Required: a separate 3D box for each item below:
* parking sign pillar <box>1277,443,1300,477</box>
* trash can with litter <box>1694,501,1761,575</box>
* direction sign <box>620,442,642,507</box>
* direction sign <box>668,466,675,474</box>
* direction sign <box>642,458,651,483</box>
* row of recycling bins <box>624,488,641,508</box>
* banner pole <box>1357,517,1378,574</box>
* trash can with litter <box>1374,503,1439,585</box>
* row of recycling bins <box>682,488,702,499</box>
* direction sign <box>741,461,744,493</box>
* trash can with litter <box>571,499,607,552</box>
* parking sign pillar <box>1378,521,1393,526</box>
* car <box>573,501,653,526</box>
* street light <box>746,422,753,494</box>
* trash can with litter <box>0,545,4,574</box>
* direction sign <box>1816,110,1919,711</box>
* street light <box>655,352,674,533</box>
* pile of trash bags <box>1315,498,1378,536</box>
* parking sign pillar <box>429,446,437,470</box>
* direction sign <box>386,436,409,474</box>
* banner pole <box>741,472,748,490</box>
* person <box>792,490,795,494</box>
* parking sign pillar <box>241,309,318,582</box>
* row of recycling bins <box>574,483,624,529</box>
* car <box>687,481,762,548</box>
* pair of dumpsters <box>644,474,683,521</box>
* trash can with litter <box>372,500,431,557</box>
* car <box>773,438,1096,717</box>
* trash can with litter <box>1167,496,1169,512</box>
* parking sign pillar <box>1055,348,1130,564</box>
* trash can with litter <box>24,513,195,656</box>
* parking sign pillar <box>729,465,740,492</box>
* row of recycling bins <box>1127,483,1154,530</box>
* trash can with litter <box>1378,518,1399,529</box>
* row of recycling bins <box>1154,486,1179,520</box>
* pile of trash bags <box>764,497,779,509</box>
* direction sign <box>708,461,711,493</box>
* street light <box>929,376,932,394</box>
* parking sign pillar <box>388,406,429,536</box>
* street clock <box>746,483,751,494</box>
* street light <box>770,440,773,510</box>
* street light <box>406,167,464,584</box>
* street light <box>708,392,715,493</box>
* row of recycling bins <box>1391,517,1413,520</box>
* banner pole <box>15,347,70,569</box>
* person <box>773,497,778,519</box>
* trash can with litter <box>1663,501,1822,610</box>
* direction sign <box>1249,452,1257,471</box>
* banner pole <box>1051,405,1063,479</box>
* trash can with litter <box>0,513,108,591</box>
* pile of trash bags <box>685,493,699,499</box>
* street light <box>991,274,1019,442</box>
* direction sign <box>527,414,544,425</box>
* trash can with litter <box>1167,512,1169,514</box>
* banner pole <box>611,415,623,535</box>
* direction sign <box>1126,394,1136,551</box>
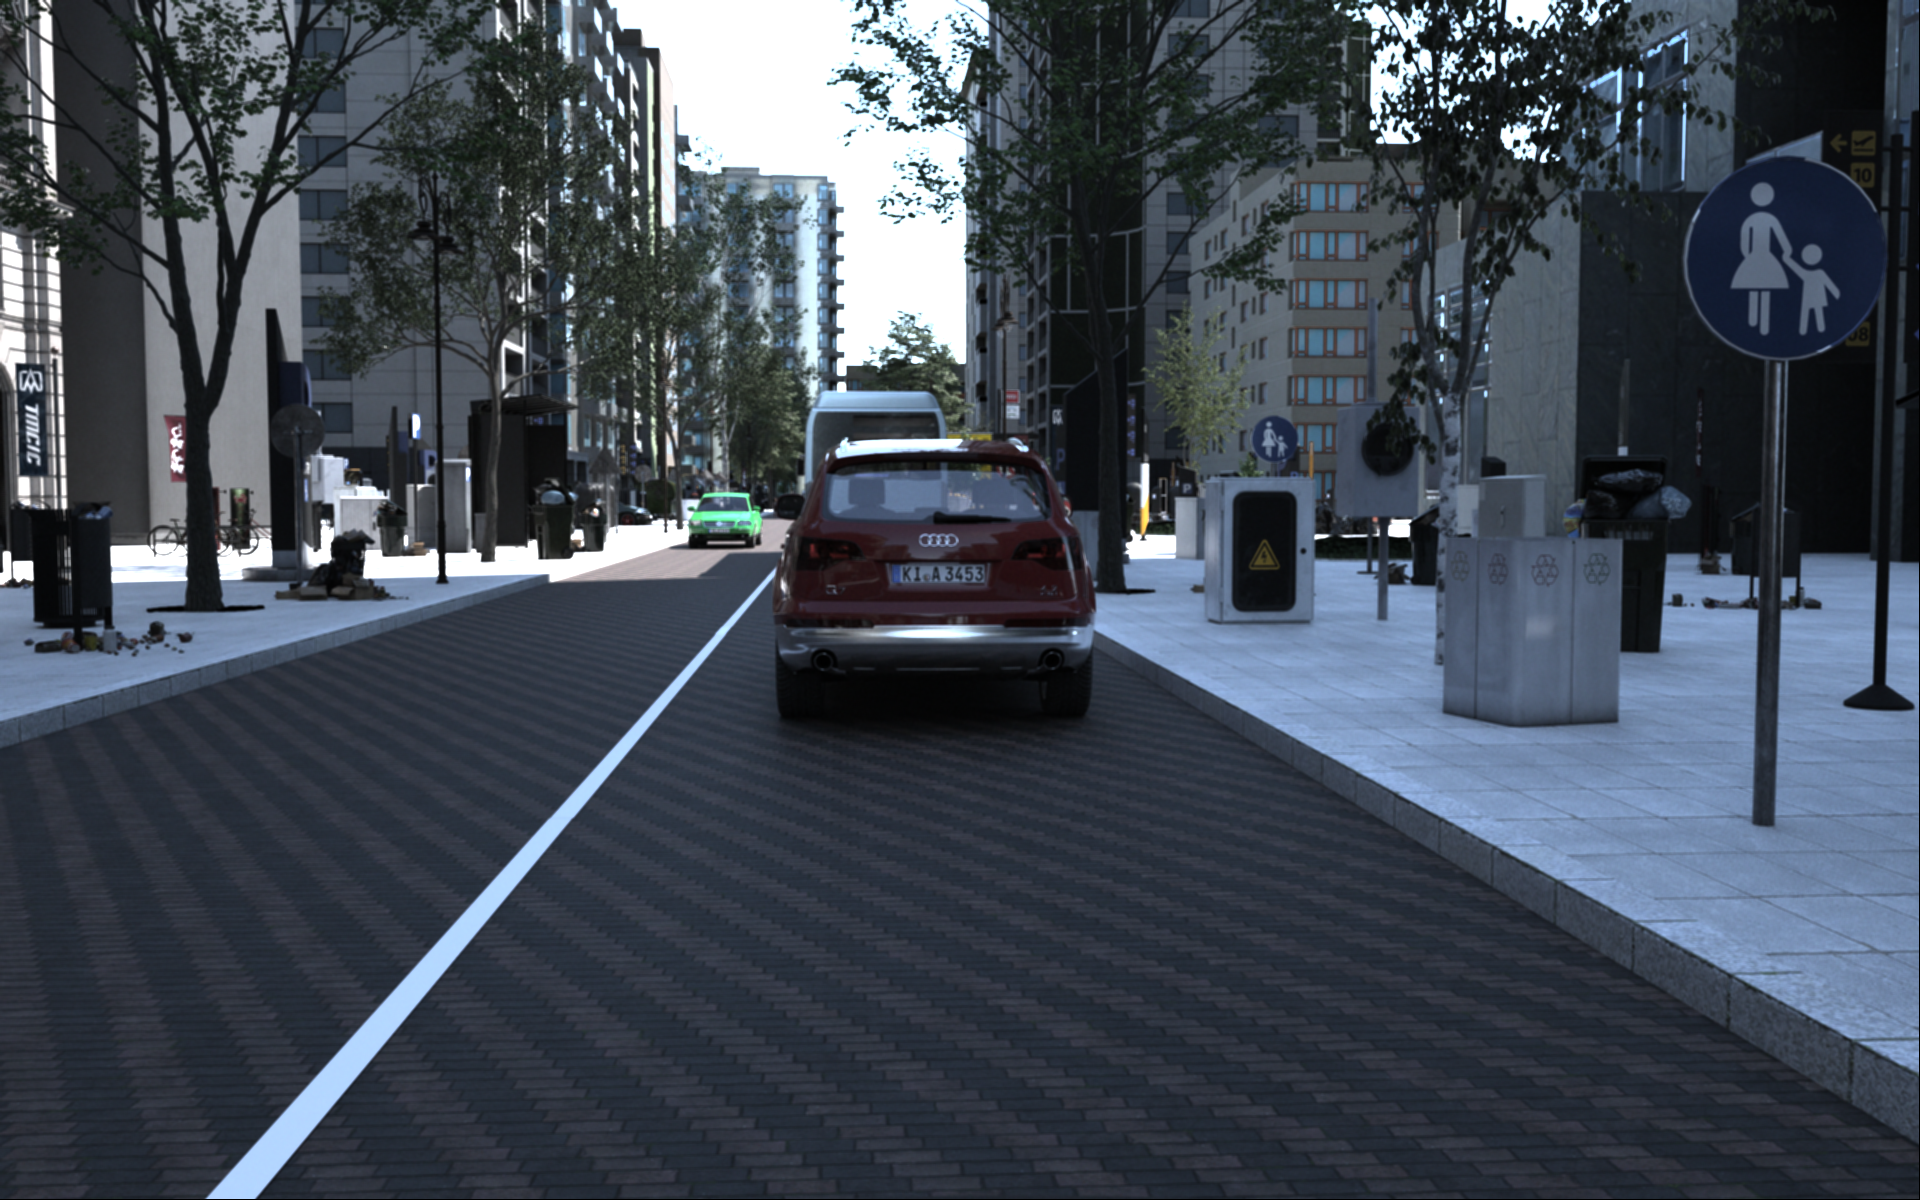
[{"bbox_3d":[12.478,-4.728,65.777,1.447,3.967,1.447,-1,4,-9],"label":"parking sign pillar"},{"bbox_3d":[12.267,-0.988,27.548,1.055,1.170,0.624,1,4,22],"label":"trash can with litter"},{"bbox_3d":[-14.548,-5.129,75.864,0.876,3.537,0.379,-3,5,-43],"label":"direction sign"},{"bbox_3d":[-23.892,-9.260,143.391,0.379,3.537,0.876,-3,5,-41],"label":"direction sign"},{"bbox_3d":[-19.679,-7.166,109.166,0.379,3.537,0.876,-2,4,-35],"label":"direction sign"},{"bbox_3d":[-22.426,-6.749,117.456,1.069,1.692,3.534,-1,4,-22],"label":"row of recycling bins"},{"bbox_3d":[6.682,-2.326,28.054,0.401,3.779,0.863,1,4,19],"label":"banner pole"},{"bbox_3d":[6.400,-0.803,24.511,1.055,1.170,0.624,2,4,30],"label":"trash can with litter"},{"bbox_3d":[-18.965,-7.075,122.786,1.069,1.692,3.534,1,4,13],"label":"row of recycling bins"},{"bbox_3d":[-14.835,-7.725,118.297,0.379,3.537,0.876,-1,4,-16],"label":"direction sign"},{"bbox_3d":[-8.318,-1.642,38.228,1.055,1.170,0.624,1,4,20],"label":"trash can with litter"},{"bbox_3d":[16.704,-4.970,69.725,1.447,3.967,1.447,-2,4,-26],"label":"parking sign pillar"},{"bbox_3d":[-14.974,-3.822,72.271,4.222,1.686,2.009,0,4,-2],"label":"car"},{"bbox_3d":[-13.156,-8.281,108.174,0.468,5.910,1.993,0,4,-4],"label":"street light"},{"bbox_3d":[-8.626,-0.193,14.551,1.055,1.170,0.624,0,4,4],"label":"trash can with litter"},{"bbox_3d":[5.536,-1.121,10.330,0.876,3.537,0.379,0,4,-2],"label":"direction sign"},{"bbox_3d":[-9.606,-5.113,56.385,0.468,5.910,1.993,0,4,-4],"label":"street light"},{"bbox_3d":[12.267,-2.701,53.918,1.912,1.369,3.447,-1,4,-15],"label":"pile of trash bags"},{"bbox_3d":[-23.389,-5.366,76.210,1.447,3.967,1.447,1,4,20],"label":"parking sign pillar"},{"bbox_3d":[-21.734,-4.588,67.005,0.876,3.537,0.379,0,4,3],"label":"direction sign"},{"bbox_3d":[-17.356,-9.166,139.887,0.863,3.779,0.401,-3,5,-43],"label":"banner pole"},{"bbox_3d":[-14.318,-8.614,149.738,0.661,1.777,0.834,3,5,45],"label":"person"},{"bbox_3d":[-10.022,-2.291,25.927,1.447,3.967,1.447,-1,4,-13],"label":"parking sign pillar"},{"bbox_3d":[-13.570,-3.512,64.531,1.069,1.692,3.534,0,4,2],"label":"row of recycling bins"},{"bbox_3d":[-6.401,-2.359,47.365,1.959,1.807,4.718,0,4,-3],"label":"car"},{"bbox_3d":[-14.311,-4.951,83.444,1.574,2.255,4.437,0,4,-4],"label":"pair of dumpsters"},{"bbox_3d":[-11.434,-1.473,35.468,0.624,1.170,1.055,3,5,41],"label":"trash can with litter"},{"bbox_3d":[-0.240,-0.246,12.693,2.281,1.827,5.304,0,4,-3],"label":"car"},{"bbox_3d":[13.744,-6.403,116.080,1.055,1.170,0.624,-2,4,-31],"label":"trash can with litter"},{"bbox_3d":[2.425,-2.662,31.996,1.447,3.967,1.447,-2,4,-26],"label":"parking sign pillar"},{"bbox_3d":[-7.101,-0.227,14.774,1.678,1.210,2.233,0,4,0],"label":"trash can with litter"},{"bbox_3d":[-18.225,-9.157,138.194,1.447,3.967,1.447,-1,4,-18],"label":"parking sign pillar"},{"bbox_3d":[5.130,-3.333,61.609,3.534,1.692,1.069,-3,4,-36],"label":"row of recycling bins"},{"bbox_3d":[15.086,-3.262,64.391,1.678,1.210,2.233,-2,4,-33],"label":"trash can with litter"},{"bbox_3d":[10.558,-4.933,87.770,3.534,1.692,1.069,1,4,10],"label":"row of recycling bins"},{"bbox_3d":[-17.085,-8.499,148.712,3.447,1.369,1.912,-1,4,-9],"label":"pile of trash bags"},{"bbox_3d":[-17.133,-7.743,118.592,0.379,3.537,0.876,0,4,8],"label":"direction sign"},{"bbox_3d":[-1.143,-5.827,68.065,0.468,5.910,1.993,0,4,-4],"label":"street light"},{"bbox_3d":[-17.482,-4.001,53.893,1.447,3.967,1.447,-2,4,-24],"label":"parking sign pillar"},{"bbox_3d":[-14.318,-6.887,117.172,0.358,2.002,0.471,-3,4,-38],"label":"street clock"},{"bbox_3d":[-15.307,-10.227,140.002,0.468,5.910,1.993,0,4,-4],"label":"street light"},{"bbox_3d":[-7.430,-3.174,24.683,0.468,5.910,1.993,0,4,-4],"label":"street light"},{"bbox_3d":[-10.995,-6.353,76.664,0.468,5.910,1.993,0,4,-4],"label":"street light"},{"bbox_3d":[21.119,-4.741,84.628,3.534,1.692,1.069,-3,5,-40],"label":"row of recycling bins"},{"bbox_3d":[-15.547,-2.408,29.383,0.401,3.779,0.863,3,5,43],"label":"banner pole"},{"bbox_3d":[-10.592,-5.303,99.877,0.362,1.253,0.373,-1,4,-13],"label":"person"},{"bbox_3d":[8.850,-0.531,19.735,2.233,1.210,1.678,0,4,7],"label":"trash can with litter"},{"bbox_3d":[15.737,-6.192,93.237,0.379,3.537,0.876,-2,4,-24],"label":"direction sign"},{"bbox_3d":[2.560,-3.238,42.966,0.863,3.779,0.401,-3,4,-38],"label":"banner pole"},{"bbox_3d":[-13.334,-0.792,24.000,2.233,1.210,1.678,-3,5,-44],"label":"trash can with litter"},{"bbox_3d":[-14.796,-5.386,97.817,1.912,1.369,3.447,-1,4,-17],"label":"pile of trash bags"},{"bbox_3d":[0.939,-3.900,36.549,0.468,5.910,1.993,0,4,-4],"label":"street light"},{"bbox_3d":[-12.060,-3.462,48.596,0.876,3.537,0.379,-3,5,-40],"label":"direction sign"},{"bbox_3d":[14.302,-6.264,113.471,2.233,1.210,1.678,1,4,20],"label":"trash can with litter"},{"bbox_3d":[-10.834,-3.962,54.788,0.401,3.779,0.863,-1,4,-22],"label":"banner pole"},{"bbox_3d":[3.685,-2.884,39.149,0.379,3.537,0.876,3,5,43],"label":"direction sign"}]
